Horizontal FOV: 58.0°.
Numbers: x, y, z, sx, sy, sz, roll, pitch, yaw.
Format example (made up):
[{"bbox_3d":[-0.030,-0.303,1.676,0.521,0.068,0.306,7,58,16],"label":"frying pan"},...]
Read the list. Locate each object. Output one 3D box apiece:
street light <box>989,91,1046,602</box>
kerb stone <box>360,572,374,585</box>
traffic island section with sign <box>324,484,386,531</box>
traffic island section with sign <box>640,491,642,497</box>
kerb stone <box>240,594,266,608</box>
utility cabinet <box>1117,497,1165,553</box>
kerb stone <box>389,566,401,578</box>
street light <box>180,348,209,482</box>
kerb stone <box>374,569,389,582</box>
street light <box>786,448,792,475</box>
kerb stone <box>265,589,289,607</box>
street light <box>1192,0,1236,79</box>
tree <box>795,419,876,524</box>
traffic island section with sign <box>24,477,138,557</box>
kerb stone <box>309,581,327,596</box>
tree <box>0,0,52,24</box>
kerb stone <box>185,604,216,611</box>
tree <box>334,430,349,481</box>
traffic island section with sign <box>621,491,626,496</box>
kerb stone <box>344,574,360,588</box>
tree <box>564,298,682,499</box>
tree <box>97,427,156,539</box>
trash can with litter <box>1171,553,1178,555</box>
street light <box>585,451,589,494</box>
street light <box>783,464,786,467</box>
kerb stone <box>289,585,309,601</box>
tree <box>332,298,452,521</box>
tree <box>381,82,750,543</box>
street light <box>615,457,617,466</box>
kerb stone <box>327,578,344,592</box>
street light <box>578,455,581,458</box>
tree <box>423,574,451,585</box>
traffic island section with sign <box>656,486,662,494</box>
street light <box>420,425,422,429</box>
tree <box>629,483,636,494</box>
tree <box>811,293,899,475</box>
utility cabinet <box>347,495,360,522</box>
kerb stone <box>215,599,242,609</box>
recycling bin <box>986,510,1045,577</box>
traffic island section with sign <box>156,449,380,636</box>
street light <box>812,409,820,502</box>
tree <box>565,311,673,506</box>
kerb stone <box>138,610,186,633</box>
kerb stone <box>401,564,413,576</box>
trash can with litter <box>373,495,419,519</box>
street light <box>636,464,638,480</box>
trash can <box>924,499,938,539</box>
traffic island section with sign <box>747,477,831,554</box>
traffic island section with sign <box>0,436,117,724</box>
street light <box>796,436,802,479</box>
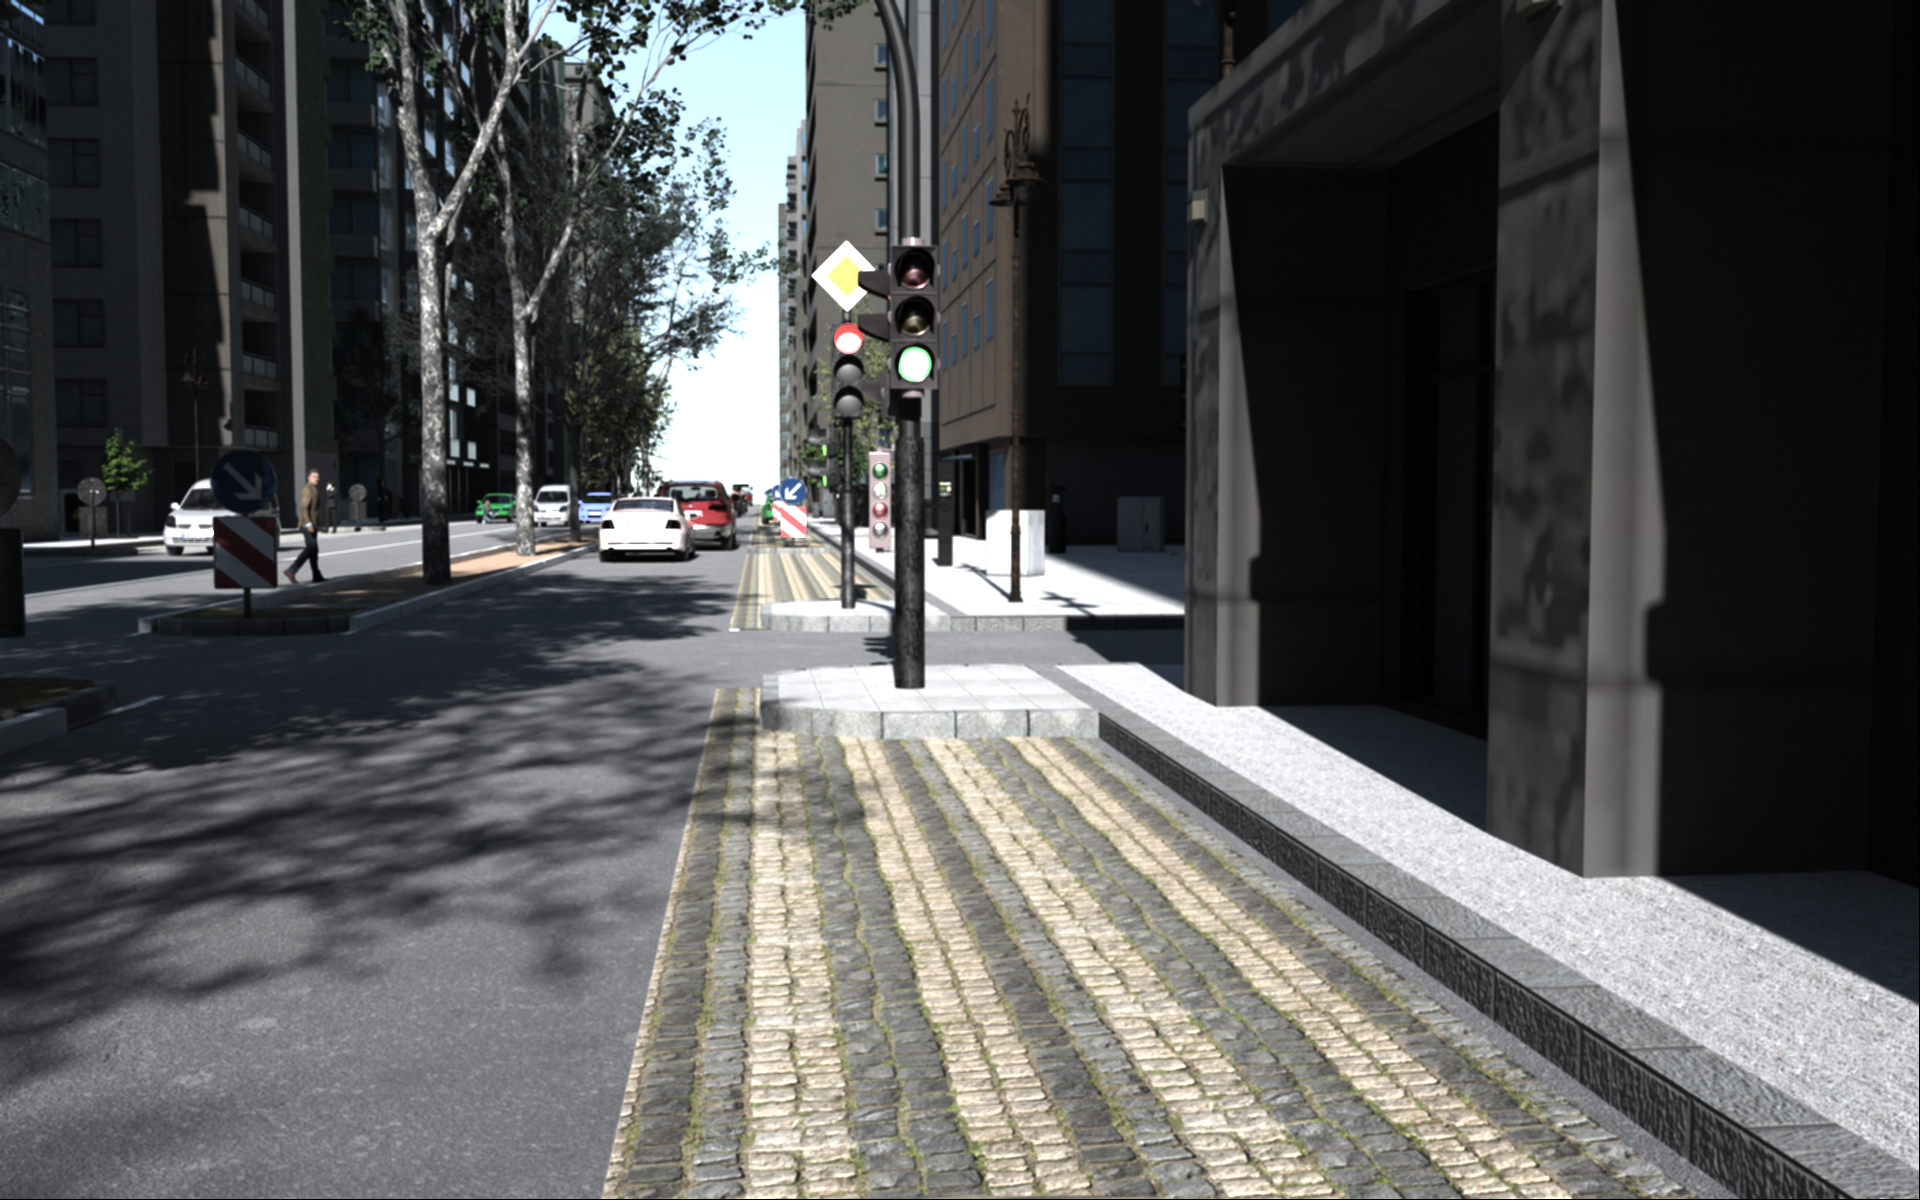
[{"bbox_3d":[0.662,-2.915,20.441,0.468,5.910,1.993,0,4,-7],"label":"street light"},{"bbox_3d":[-9.507,-0.323,27.484,0.120,0.150,1.000,0,4,-7],"label":"kerb stone"},{"bbox_3d":[-23.391,-3.577,67.105,1.989,1.847,2.006,0,4,-7],"label":"traffic island section with sign"},{"bbox_3d":[-41.600,-13.250,225.265,1.989,1.847,2.006,0,4,-7],"label":"traffic island section with sign"},{"bbox_3d":[-8.799,0.052,21.370,0.120,0.150,1.000,0,4,-7],"label":"kerb stone"},{"bbox_3d":[3.982,-1.650,38.139,1.020,1.237,0.306,2,4,26],"label":"utility cabinet"},{"bbox_3d":[-9.739,-0.447,29.528,0.120,0.150,1.000,0,4,-7],"label":"kerb stone"},{"bbox_3d":[-24.235,-5.028,54.997,0.468,5.910,1.993,0,4,-7],"label":"street light"},{"bbox_3d":[-9.616,-0.383,28.501,0.120,0.150,1.000,0,4,-7],"label":"kerb stone"},{"bbox_3d":[-17.556,-12.650,179.615,0.468,5.910,1.993,0,4,-7],"label":"street light"},{"bbox_3d":[-8.911,-0.012,22.392,0.120,0.150,1.000,0,4,-7],"label":"kerb stone"},{"bbox_3d":[1.734,-2.354,11.277,0.468,5.910,1.993,0,4,-7],"label":"street light"},{"bbox_3d":[-5.342,-5.516,73.904,4.285,4.588,4.351,0,3,0],"label":"tree"},{"bbox_3d":[-20.278,-1.927,40.136,1.989,1.847,2.006,0,4,-7],"label":"traffic island section with sign"},{"bbox_3d":[-9.149,-0.133,24.434,0.120,0.150,1.000,0,4,-7],"label":"kerb stone"},{"bbox_3d":[-6.078,-5.878,5.210,9.857,13.997,8.962,0,3,0],"label":"tree"},{"bbox_3d":[-8.558,0.175,19.336,0.120,0.150,1.000,0,4,-7],"label":"kerb stone"},{"bbox_3d":[-27.349,-5.472,73.178,4.285,4.588,4.351,0,3,0],"label":"tree"},{"bbox_3d":[-38.448,-11.574,197.866,1.989,1.847,2.006,0,4,-7],"label":"traffic island section with sign"},{"bbox_3d":[-9.384,-0.261,26.464,0.120,0.150,1.000,0,4,-7],"label":"kerb stone"},{"bbox_3d":[-12.106,-6.647,61.501,4.360,8.622,3.978,0,3,0],"label":"tree"},{"bbox_3d":[-24.305,-3.378,49.830,1.663,3.219,1.824,0,3,0],"label":"tree"},{"bbox_3d":[5.462,-1.515,35.835,2.233,1.210,1.678,3,4,36],"label":"trash can with litter"},{"bbox_3d":[-37.939,-12.436,176.111,0.468,5.910,1.993,0,4,-7],"label":"street light"},{"bbox_3d":[-21.817,-14.868,215.872,0.468,5.910,1.993,0,4,-7],"label":"street light"},{"bbox_3d":[-9.033,-0.074,23.412,0.120,0.150,1.000,0,4,-7],"label":"kerb stone"},{"bbox_3d":[-28.020,-9.090,83.037,7.601,10.594,8.767,-1,4,-13],"label":"tree"},{"bbox_3d":[-11.438,-8.452,51.010,12.009,13.543,11.850,0,3,0],"label":"tree"},{"bbox_3d":[-42.185,-14.653,212.370,0.468,5.910,1.993,0,4,-7],"label":"street light"},{"bbox_3d":[-9.275,-0.199,25.448,0.120,0.150,1.000,0,4,-7],"label":"kerb stone"},{"bbox_3d":[-36.820,-11.863,166.741,0.468,5.910,1.993,0,4,-7],"label":"street light"},{"bbox_3d":[-6.964,-10.258,26.062,12.611,20.169,13.585,0,3,0],"label":"tree"},{"bbox_3d":[-16.019,-5.193,93.049,2.006,1.907,1.989,0,4,-7],"label":"traffic island section with sign"},{"bbox_3d":[-28.221,-7.255,91.412,0.468,5.910,1.993,0,4,-7],"label":"street light"},{"bbox_3d":[-47.836,-15.674,250.876,1.663,3.219,1.824,0,3,0],"label":"tree"},{"bbox_3d":[-3.014,-6.760,60.889,4.737,8.622,4.395,0,3,0],"label":"tree"},{"bbox_3d":[-27.772,-4.171,79.361,0.306,1.237,1.020,0,4,-6],"label":"utility cabinet"},{"bbox_3d":[-8.677,0.113,20.352,0.120,0.150,1.000,0,4,-7],"label":"kerb stone"},{"bbox_3d":[0.868,-0.894,27.178,0.722,1.027,0.722,2,4,28],"label":"recycling bin"},{"bbox_3d":[-7.410,-0.628,18.404,2.006,1.907,1.989,0,4,-7],"label":"traffic island section with sign"},{"bbox_3d":[-8.171,-7.622,97.402,0.468,5.910,1.993,0,4,-7],"label":"street light"},{"bbox_3d":[-13.881,-7.278,71.819,4.737,8.622,4.395,0,3,0],"label":"tree"},{"bbox_3d":[-8.446,0.237,18.315,0.120,0.150,1.000,0,4,-7],"label":"kerb stone"},{"bbox_3d":[-9.849,-0.511,30.551,0.120,0.150,1.000,0,4,-7],"label":"kerb stone"},{"bbox_3d":[-28.879,-4.741,88.571,2.233,1.210,1.678,1,4,14],"label":"trash can with litter"},{"bbox_3d":[-46.354,-16.884,248.835,0.468,5.910,1.993,0,4,-7],"label":"street light"},{"bbox_3d":[-0.809,-2.334,49.808,0.748,1.137,0.748,0,3,0],"label":"trash can"},{"bbox_3d":[-4.176,-2.047,42.094,1.989,1.847,2.006,0,4,-7],"label":"traffic island section with sign"},{"bbox_3d":[-6.572,-0.178,11.044,2.006,1.907,1.989,0,4,-7],"label":"traffic island section with sign"},{"bbox_3d":[-12.418,-9.839,133.660,0.468,5.910,1.993,0,4,-7],"label":"street light"}]
